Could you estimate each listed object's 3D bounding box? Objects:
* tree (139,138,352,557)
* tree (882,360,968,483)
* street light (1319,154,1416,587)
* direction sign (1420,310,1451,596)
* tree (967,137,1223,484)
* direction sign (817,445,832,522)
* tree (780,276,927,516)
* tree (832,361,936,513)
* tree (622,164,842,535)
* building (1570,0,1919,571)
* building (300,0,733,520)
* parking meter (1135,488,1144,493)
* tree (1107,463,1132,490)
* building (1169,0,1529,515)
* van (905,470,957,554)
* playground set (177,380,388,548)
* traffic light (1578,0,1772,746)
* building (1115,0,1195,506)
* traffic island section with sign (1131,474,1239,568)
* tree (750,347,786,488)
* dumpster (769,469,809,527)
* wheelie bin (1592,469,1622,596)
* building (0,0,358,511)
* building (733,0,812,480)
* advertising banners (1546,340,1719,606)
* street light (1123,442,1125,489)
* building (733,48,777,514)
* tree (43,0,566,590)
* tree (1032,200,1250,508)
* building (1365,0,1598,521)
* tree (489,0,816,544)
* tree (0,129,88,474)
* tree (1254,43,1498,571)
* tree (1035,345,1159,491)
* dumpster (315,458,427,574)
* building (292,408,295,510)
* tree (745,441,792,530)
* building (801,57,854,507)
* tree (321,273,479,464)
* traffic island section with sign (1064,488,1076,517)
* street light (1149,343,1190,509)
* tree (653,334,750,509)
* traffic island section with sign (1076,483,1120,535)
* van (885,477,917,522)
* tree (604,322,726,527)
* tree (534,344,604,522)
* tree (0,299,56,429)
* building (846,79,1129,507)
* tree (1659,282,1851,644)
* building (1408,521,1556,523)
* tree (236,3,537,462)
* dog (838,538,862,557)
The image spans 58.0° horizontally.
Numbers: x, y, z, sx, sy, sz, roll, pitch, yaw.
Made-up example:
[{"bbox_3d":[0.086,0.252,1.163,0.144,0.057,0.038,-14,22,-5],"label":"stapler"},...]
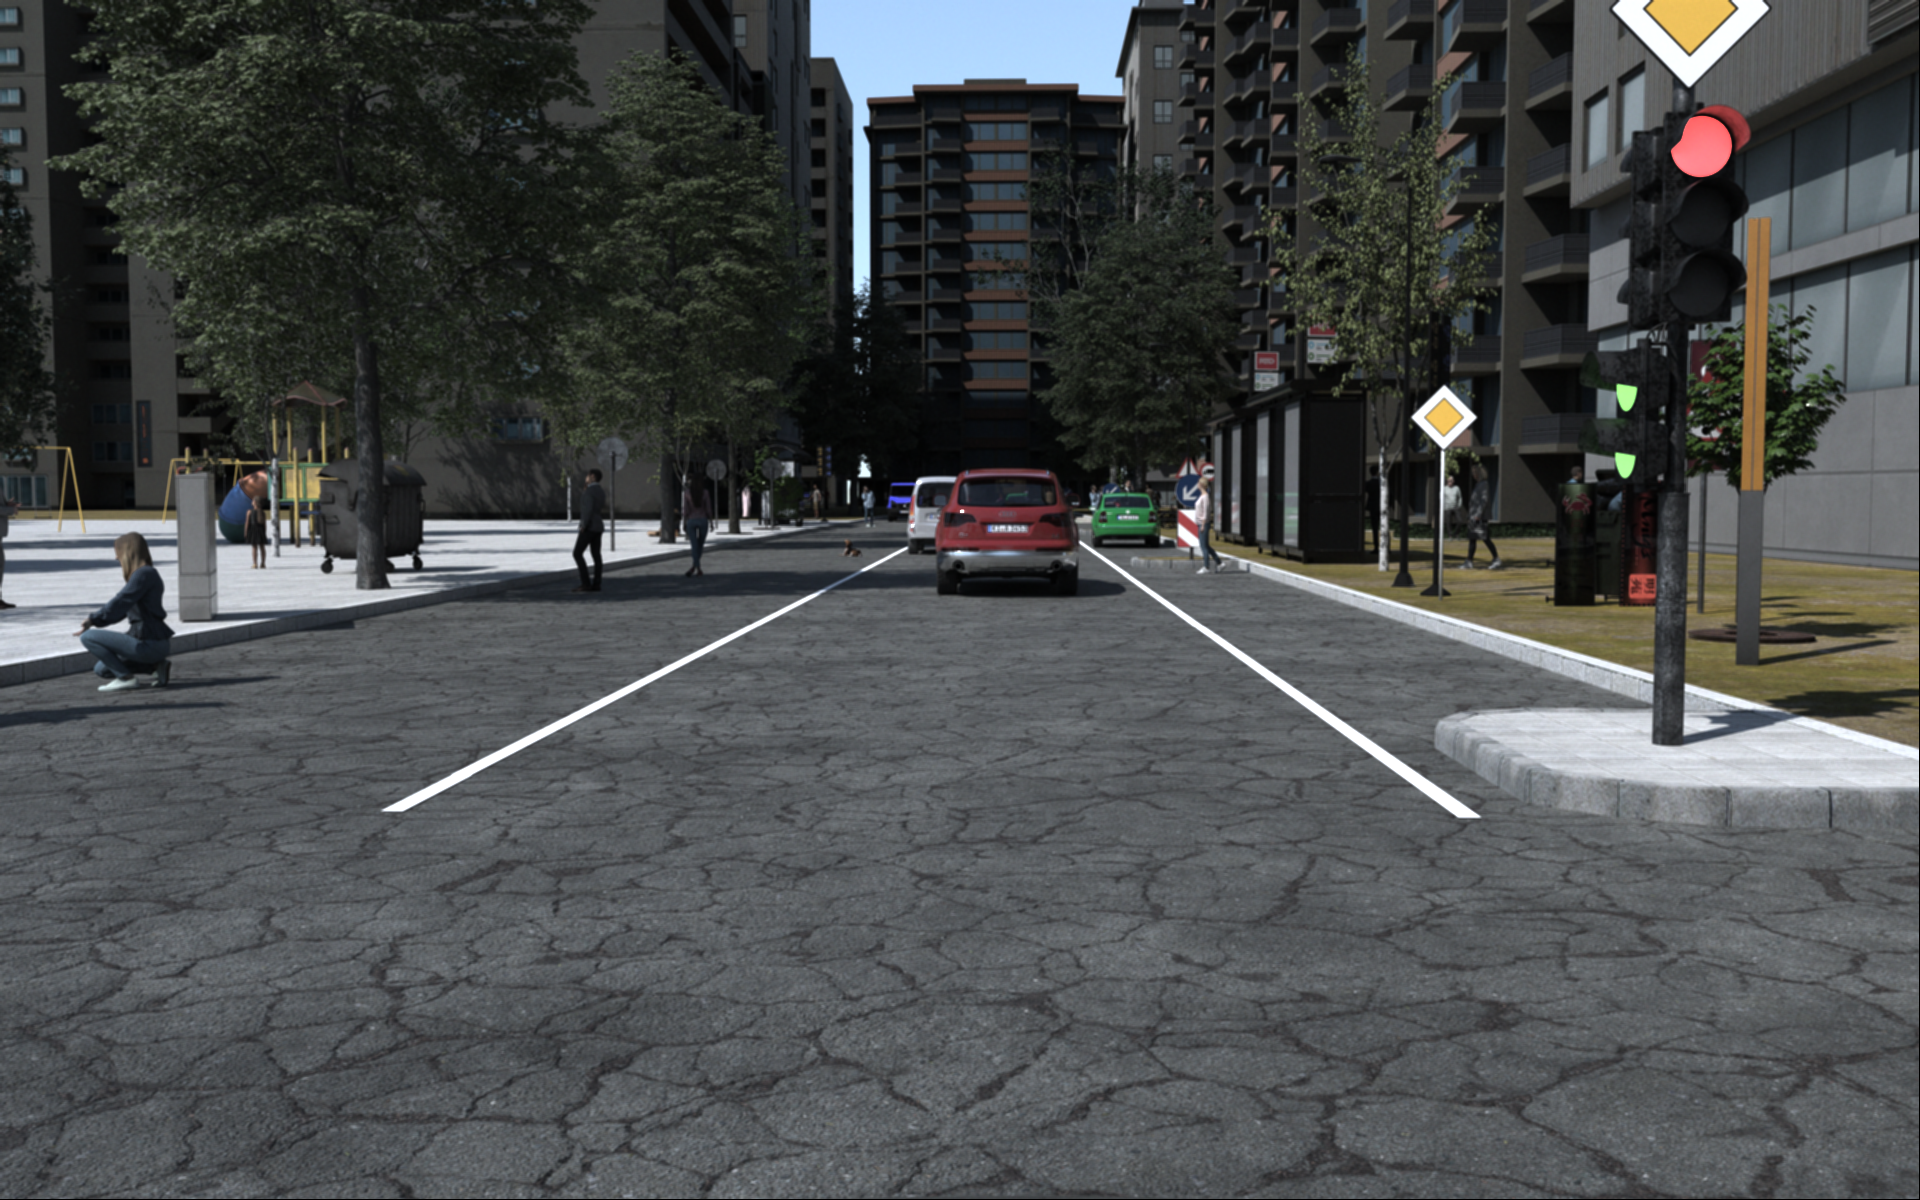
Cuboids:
[{"bbox_3d":[-14.079,-5.183,35.110,4.360,8.622,3.978,0,3,0],"label":"tree"},{"bbox_3d":[-4.249,-14.980,155.286,12.009,13.543,11.850,0,3,0],"label":"tree"},{"bbox_3d":[5.608,-3.138,23.851,1.470,5.913,1.316,0,4,2],"label":"street light"},{"bbox_3d":[6.017,-1.823,21.808,0.379,3.537,0.876,2,4,31],"label":"direction sign"},{"bbox_3d":[7.248,-14.484,92.701,12.611,20.169,13.585,0,3,0],"label":"tree"},{"bbox_3d":[-6.284,-5.394,80.190,0.876,3.537,0.379,3,4,36],"label":"direction sign"},{"bbox_3d":[-6.374,-12.024,103.250,9.857,13.997,8.962,0,3,0],"label":"tree"},{"bbox_3d":[-5.144,-11.689,125.534,7.601,10.594,8.767,2,4,29],"label":"tree"},{"bbox_3d":[-7.374,-7.915,55.162,9.928,11.665,9.643,0,3,0],"label":"tree"},{"bbox_3d":[28.270,-26.949,29.862,27.495,52.752,28.713,0,4,2],"label":"building"},{"bbox_3d":[-24.694,-28.822,94.947,21.300,48.544,21.600,0,4,2],"label":"building"},{"bbox_3d":[7.365,-3.835,71.118,0.372,1.533,0.369,0,3,0],"label":"parking meter"},{"bbox_3d":[9.980,-6.966,108.494,1.663,3.219,1.824,0,3,0],"label":"tree"},{"bbox_3d":[28.561,-29.409,135.454,22.147,44.769,28.867,0,4,2],"label":"building"},{"bbox_3d":[-0.378,-2.177,42.602,2.013,2.044,4.112,0,4,2],"label":"van"},{"bbox_3d":[-16.540,-3.508,44.138,5.302,4.214,5.637,0,4,-4],"label":"playground set"},{"bbox_3d":[3.612,-1.214,8.772,0.839,4.253,0.868,0,4,2],"label":"traffic light"},{"bbox_3d":[31.355,-36.634,188.206,27.495,52.752,28.713,0,4,2],"label":"building"},{"bbox_3d":[4.420,-1.572,34.327,1.989,1.847,2.006,0,4,2],"label":"traffic island section with sign"},{"bbox_3d":[-10.394,-8.088,82.597,4.360,8.622,3.978,0,3,0],"label":"tree"},{"bbox_3d":[-6.757,-3.995,67.820,1.502,2.255,1.985,0,4,2],"label":"dumpster"},{"bbox_3d":[8.357,-0.860,21.977,0.693,1.594,0.980,-2,4,-34],"label":"wheelie bin"},{"bbox_3d":[-64.828,-31.734,142.558,21.600,48.544,21.300,0,4,2],"label":"building"},{"bbox_3d":[-26.294,-33.554,137.839,27.495,52.752,28.713,0,4,2],"label":"building"},{"bbox_3d":[7.751,-1.438,19.702,2.074,3.025,0.090,0,4,1],"label":"advertising banners"},{"bbox_3d":[7.386,-6.800,83.720,1.470,5.913,1.316,0,4,2],"label":"street light"},{"bbox_3d":[-19.969,-20.886,113.185,14.160,30.474,14.107,0,4,2],"label":"building"},{"bbox_3d":[-8.385,-6.416,23.032,7.486,12.596,7.792,0,3,0],"label":"tree"},{"bbox_3d":[7.872,-10.369,76.186,9.857,13.997,8.962,0,3,0],"label":"tree"},{"bbox_3d":[29.156,-27.644,106.610,22.147,44.769,28.867,0,4,2],"label":"building"},{"bbox_3d":[-7.262,-7.745,44.750,7.486,12.596,7.792,0,3,0],"label":"tree"},{"bbox_3d":[-25.831,-7.593,41.161,9.611,12.733,9.660,0,3,0],"label":"tree"},{"bbox_3d":[6.968,-4.772,28.379,4.737,8.622,4.395,0,3,0],"label":"tree"},{"bbox_3d":[10.182,-12.851,127.127,9.611,12.733,9.660,0,3,0],"label":"tree"},{"bbox_3d":[-9.714,-1.397,28.605,1.264,1.857,1.865,0,4,2],"label":"dumpster"},{"bbox_3d":[-46.881,-22.890,145.953,14.107,30.474,14.160,0,4,2],"label":"building"},{"bbox_3d":[-7.132,-4.173,62.834,1.663,3.219,1.824,0,3,0],"label":"tree"},{"bbox_3d":[-22.839,-34.388,185.949,21.600,48.544,21.300,0,4,2],"label":"building"},{"bbox_3d":[-26.157,-9.478,80.728,9.928,11.665,9.643,0,3,0],"label":"tree"},{"bbox_3d":[6.719,-6.236,110.593,1.989,1.847,2.006,0,4,2],"label":"traffic island section with sign"},{"bbox_3d":[6.509,-4.944,53.383,1.470,5.913,1.316,0,4,2],"label":"street light"},{"bbox_3d":[-11.626,-7.754,77.141,4.360,8.622,3.978,0,3,0],"label":"tree"},{"bbox_3d":[5.249,-3.248,61.730,1.989,1.847,2.006,0,4,2],"label":"traffic island section with sign"},{"bbox_3d":[-2.747,-5.312,91.234,2.240,2.365,5.245,0,4,1],"label":"van"},{"bbox_3d":[-10.823,-7.201,68.099,4.737,8.622,4.395,0,3,0],"label":"tree"},{"bbox_3d":[-17.902,-7.935,80.102,4.737,8.622,4.395,0,3,0],"label":"tree"},{"bbox_3d":[-29.207,-6.171,51.253,4.737,8.622,4.395,0,3,0],"label":"tree"},{"bbox_3d":[3.080,-32.485,185.761,28.867,44.769,22.147,0,4,2],"label":"building"},{"bbox_3d":[6.870,-1.265,15.280,1.663,3.219,1.824,0,3,0],"label":"tree"},{"bbox_3d":[29.066,-25.297,68.233,22.147,44.769,28.867,0,4,2],"label":"building"},{"bbox_3d":[-23.478,-12.914,67.038,12.611,20.169,13.585,0,3,0],"label":"tree"},{"bbox_3d":[-2.539,-1.206,39.908,0.550,0.427,0.748,0,4,-3],"label":"dog"}]
